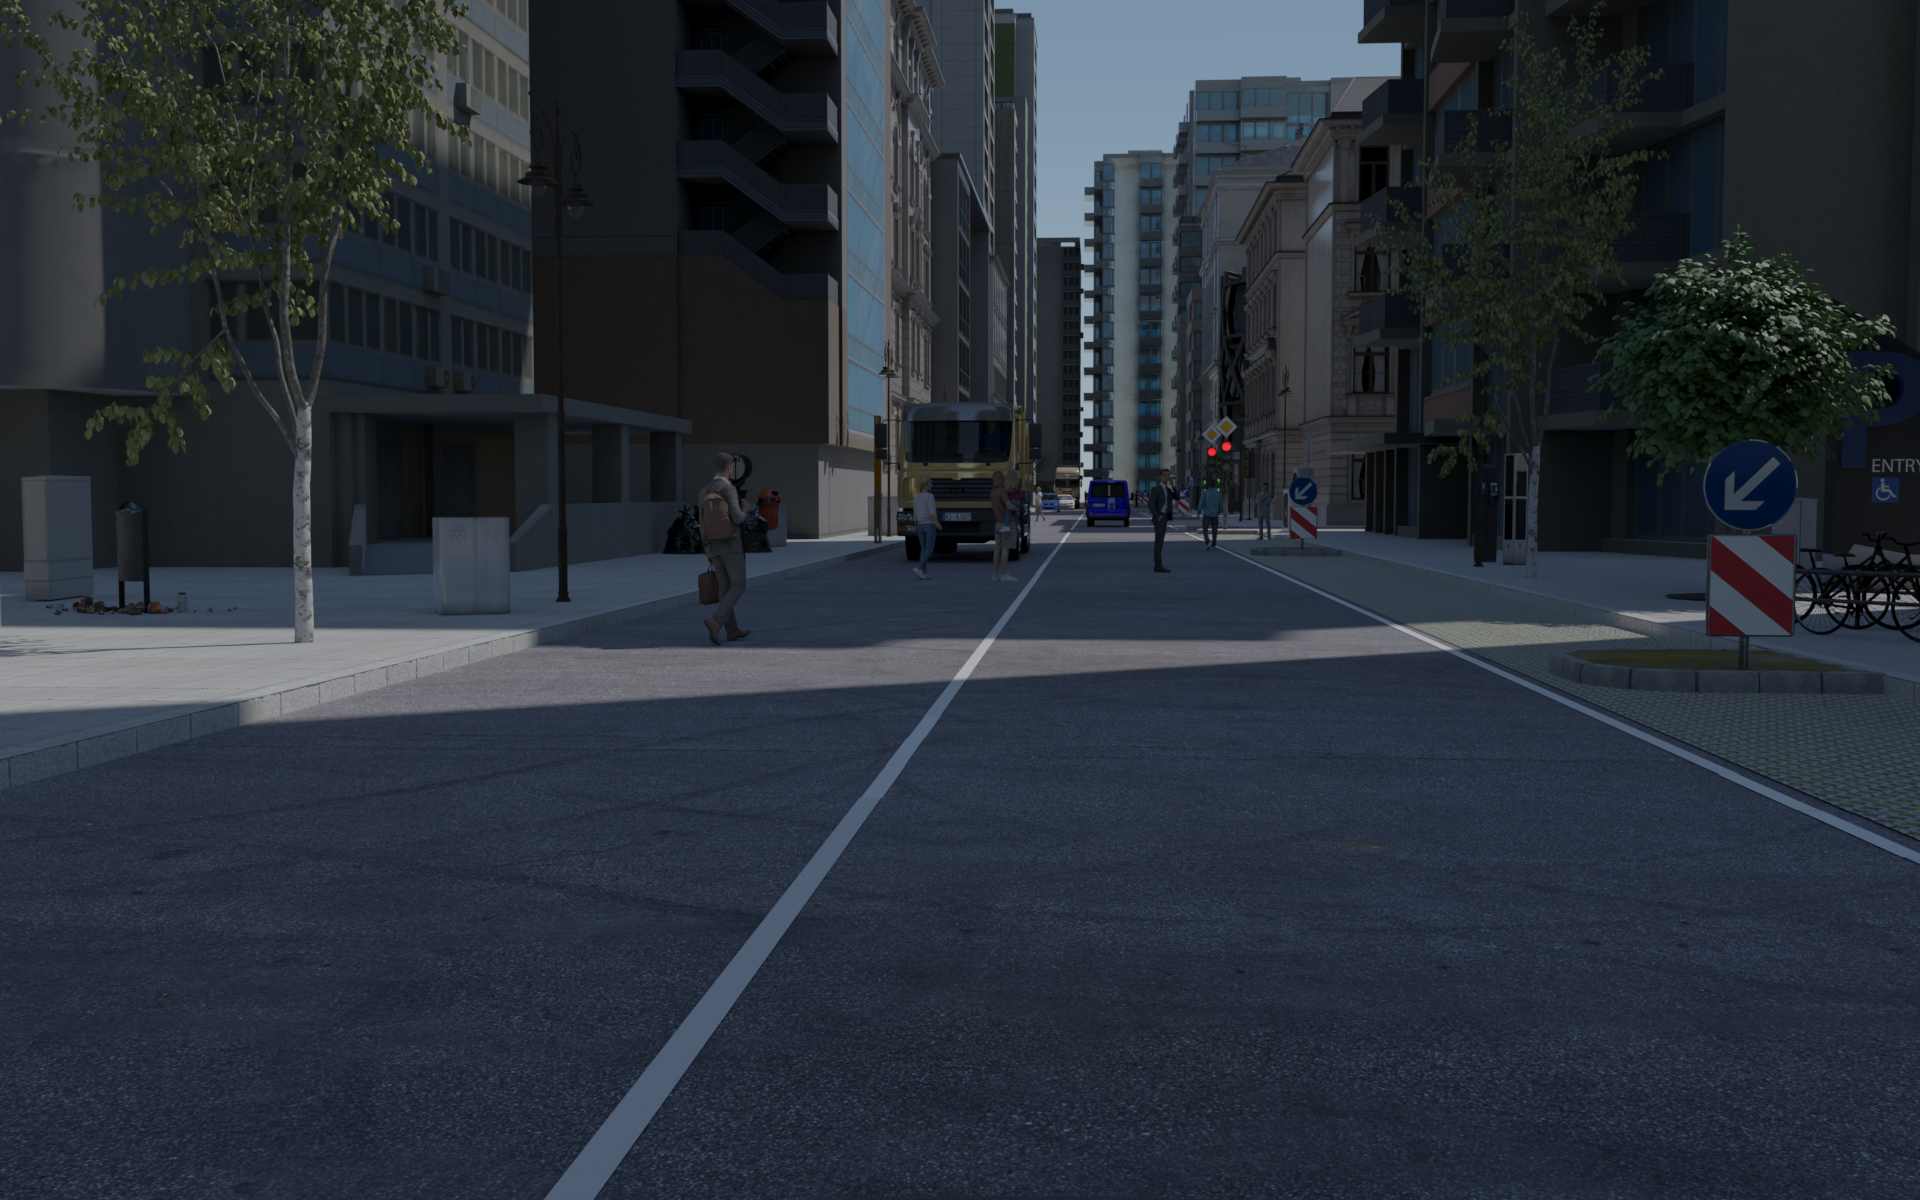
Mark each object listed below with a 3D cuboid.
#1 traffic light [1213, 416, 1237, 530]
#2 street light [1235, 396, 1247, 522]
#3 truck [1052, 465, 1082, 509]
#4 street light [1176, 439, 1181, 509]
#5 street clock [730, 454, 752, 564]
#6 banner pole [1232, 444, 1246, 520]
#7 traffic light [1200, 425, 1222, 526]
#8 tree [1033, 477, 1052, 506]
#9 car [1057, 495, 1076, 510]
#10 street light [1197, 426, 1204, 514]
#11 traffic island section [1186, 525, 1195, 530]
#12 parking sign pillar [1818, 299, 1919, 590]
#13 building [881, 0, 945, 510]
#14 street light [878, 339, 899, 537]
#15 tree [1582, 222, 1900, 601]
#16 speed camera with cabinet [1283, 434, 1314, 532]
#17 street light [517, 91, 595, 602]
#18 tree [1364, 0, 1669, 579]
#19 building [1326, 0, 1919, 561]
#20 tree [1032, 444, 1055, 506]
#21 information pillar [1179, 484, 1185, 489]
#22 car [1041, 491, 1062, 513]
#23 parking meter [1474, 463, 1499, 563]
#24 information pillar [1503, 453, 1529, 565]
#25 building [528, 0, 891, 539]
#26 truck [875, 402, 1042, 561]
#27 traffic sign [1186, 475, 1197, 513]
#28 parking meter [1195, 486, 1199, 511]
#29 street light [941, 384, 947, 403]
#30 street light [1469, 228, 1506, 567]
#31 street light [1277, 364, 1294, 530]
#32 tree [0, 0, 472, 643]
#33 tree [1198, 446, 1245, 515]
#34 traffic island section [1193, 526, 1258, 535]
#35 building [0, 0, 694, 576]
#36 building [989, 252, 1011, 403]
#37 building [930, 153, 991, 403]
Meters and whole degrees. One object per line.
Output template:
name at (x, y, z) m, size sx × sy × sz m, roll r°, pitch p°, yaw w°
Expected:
traffic light at (9.530, -4.484, 62.229) m, size 0.839 × 4.253 × 0.868 m, roll 0°, pitch 4°, yaw 5°
street light at (13.057, -6.582, 80.409) m, size 0.468 × 5.910 × 1.993 m, roll 0°, pitch 4°, yaw 5°
truck at (10.495, -11.008, 168.889) m, size 2.839 × 4.237 × 11.283 m, roll 0°, pitch 4°, yaw 4°
street light at (18.170, -10.477, 144.084) m, size 0.468 × 5.910 × 1.993 m, roll 0°, pitch 4°, yaw 5°
street clock at (-4.033, -1.647, 31.499) m, size 0.471 × 2.002 × 0.358 m, roll 2°, pitch 4°, yaw 27°
banner pole at (13.856, -5.872, 86.032) m, size 0.863 × 3.779 × 0.401 m, roll 3°, pitch 5°, yaw 41°
traffic light at (10.165, -4.971, 70.189) m, size 0.839 × 4.253 × 0.868 m, roll 0°, pitch 4°, yaw 5°
tree at (8.683, -11.961, 190.160) m, size 1.663 × 3.219 × 1.824 m, roll 0°, pitch 3°, yaw 0°
car at (9.421, -8.820, 156.573) m, size 2.083 × 1.381 × 4.827 m, roll 0°, pitch 4°, yaw 4°
street light at (15.635, -8.547, 112.534) m, size 0.468 × 5.910 × 1.993 m, roll 0°, pitch 4°, yaw 5°
traffic island section at (10.205, -2.937, 70.300) m, size 2.009 × 0.180 × 2.903 m, roll 0°, pitch 4°, yaw 5°
parking sign pillar at (12.625, -2.157, 23.736) m, size 1.447 × 3.967 × 1.447 m, roll 1°, pitch 4°, yaw 10°
building at (-8.573, -18.117, 83.610) m, size 14.401 × 28.519 × 23.554 m, roll 0°, pitch 4°, yaw 5°
street light at (-2.131, -4.834, 51.829) m, size 0.468 × 5.910 × 1.993 m, roll 0°, pitch 4°, yaw 5°
tree at (9.387, -2.289, 21.147) m, size 4.285 × 4.588 × 4.351 m, roll 0°, pitch 3°, yaw 0°
speed camera with cabinet at (11.301, -3.887, 57.893) m, size 0.660 × 3.252 × 2.038 m, roll 0°, pitch 4°, yaw -2°
street light at (-4.725, -2.916, 20.457) m, size 0.468 × 5.910 × 1.993 m, roll 0°, pitch 4°, yaw 5°
tree at (8.617, -4.647, 26.344) m, size 4.737 × 8.622 × 4.395 m, roll 0°, pitch 3°, yaw 0°
building at (22.465, -23.864, 44.793) m, size 22.147 × 44.769 × 28.867 m, roll 0°, pitch 4°, yaw 5°
tree at (7.844, -14.374, 185.383) m, size 4.360 × 8.622 × 3.978 m, roll 0°, pitch 3°, yaw 0°
information pillar at (16.247, -7.486, 126.883) m, size 0.304 × 2.012 × 0.304 m, roll -1°, pitch 4°, yaw -18°
car at (6.942, -7.656, 134.761) m, size 1.945 × 1.707 × 3.694 m, roll 0°, pitch 4°, yaw 4°
parking meter at (9.899, -1.643, 32.569) m, size 0.255 × 1.863 × 0.399 m, roll -2°, pitch 4°, yaw -30°
information pillar at (10.041, -1.640, 31.299) m, size 0.304 × 2.012 × 0.304 m, roll -1°, pitch 4°, yaw -21°
building at (-10.113, -24.783, 55.308) m, size 14.200 × 45.320 × 14.600 m, roll 0°, pitch 4°, yaw 5°
truck at (0.229, -2.667, 39.536) m, size 3.469 × 3.379 × 9.791 m, roll 0°, pitch 4°, yaw 4°
traffic sign at (15.604, -7.139, 116.831) m, size 0.768 × 2.556 × 0.104 m, roll 1°, pitch 4°, yaw 12°
parking meter at (18.266, -7.806, 133.346) m, size 0.255 × 1.863 × 0.399 m, roll 0°, pitch 4°, yaw -1°
street light at (-0.615, -6.024, 71.275) m, size 0.468 × 5.910 × 1.993 m, roll 0°, pitch 4°, yaw 5°
street light at (9.143, -3.521, 30.360) m, size 0.468 × 5.910 × 1.993 m, roll 0°, pitch 4°, yaw 5°
street light at (11.575, -5.438, 61.701) m, size 0.468 × 5.910 × 1.993 m, roll 0°, pitch 4°, yaw 5°
tree at (-5.845, -3.946, 14.883) m, size 4.737 × 8.622 × 4.395 m, roll 0°, pitch 3°, yaw 0°
tree at (16.343, -7.517, 106.625) m, size 4.285 × 4.588 × 4.351 m, roll 0°, pitch 3°, yaw 0°
traffic island section at (9.569, -2.450, 62.340) m, size 2.009 × 0.180 × 2.903 m, roll 0°, pitch 4°, yaw 5°
building at (-22.792, -21.011, 35.415) m, size 32.217 × 40.220 × 23.993 m, roll 0°, pitch 4°, yaw 5°
building at (-1.430, -17.478, 134.915) m, size 9.793 × 20.994 × 18.267 m, roll 0°, pitch 4°, yaw 5°
building at (-6.014, -17.846, 110.853) m, size 14.314 × 24.678 × 30.058 m, roll 0°, pitch 4°, yaw 5°
